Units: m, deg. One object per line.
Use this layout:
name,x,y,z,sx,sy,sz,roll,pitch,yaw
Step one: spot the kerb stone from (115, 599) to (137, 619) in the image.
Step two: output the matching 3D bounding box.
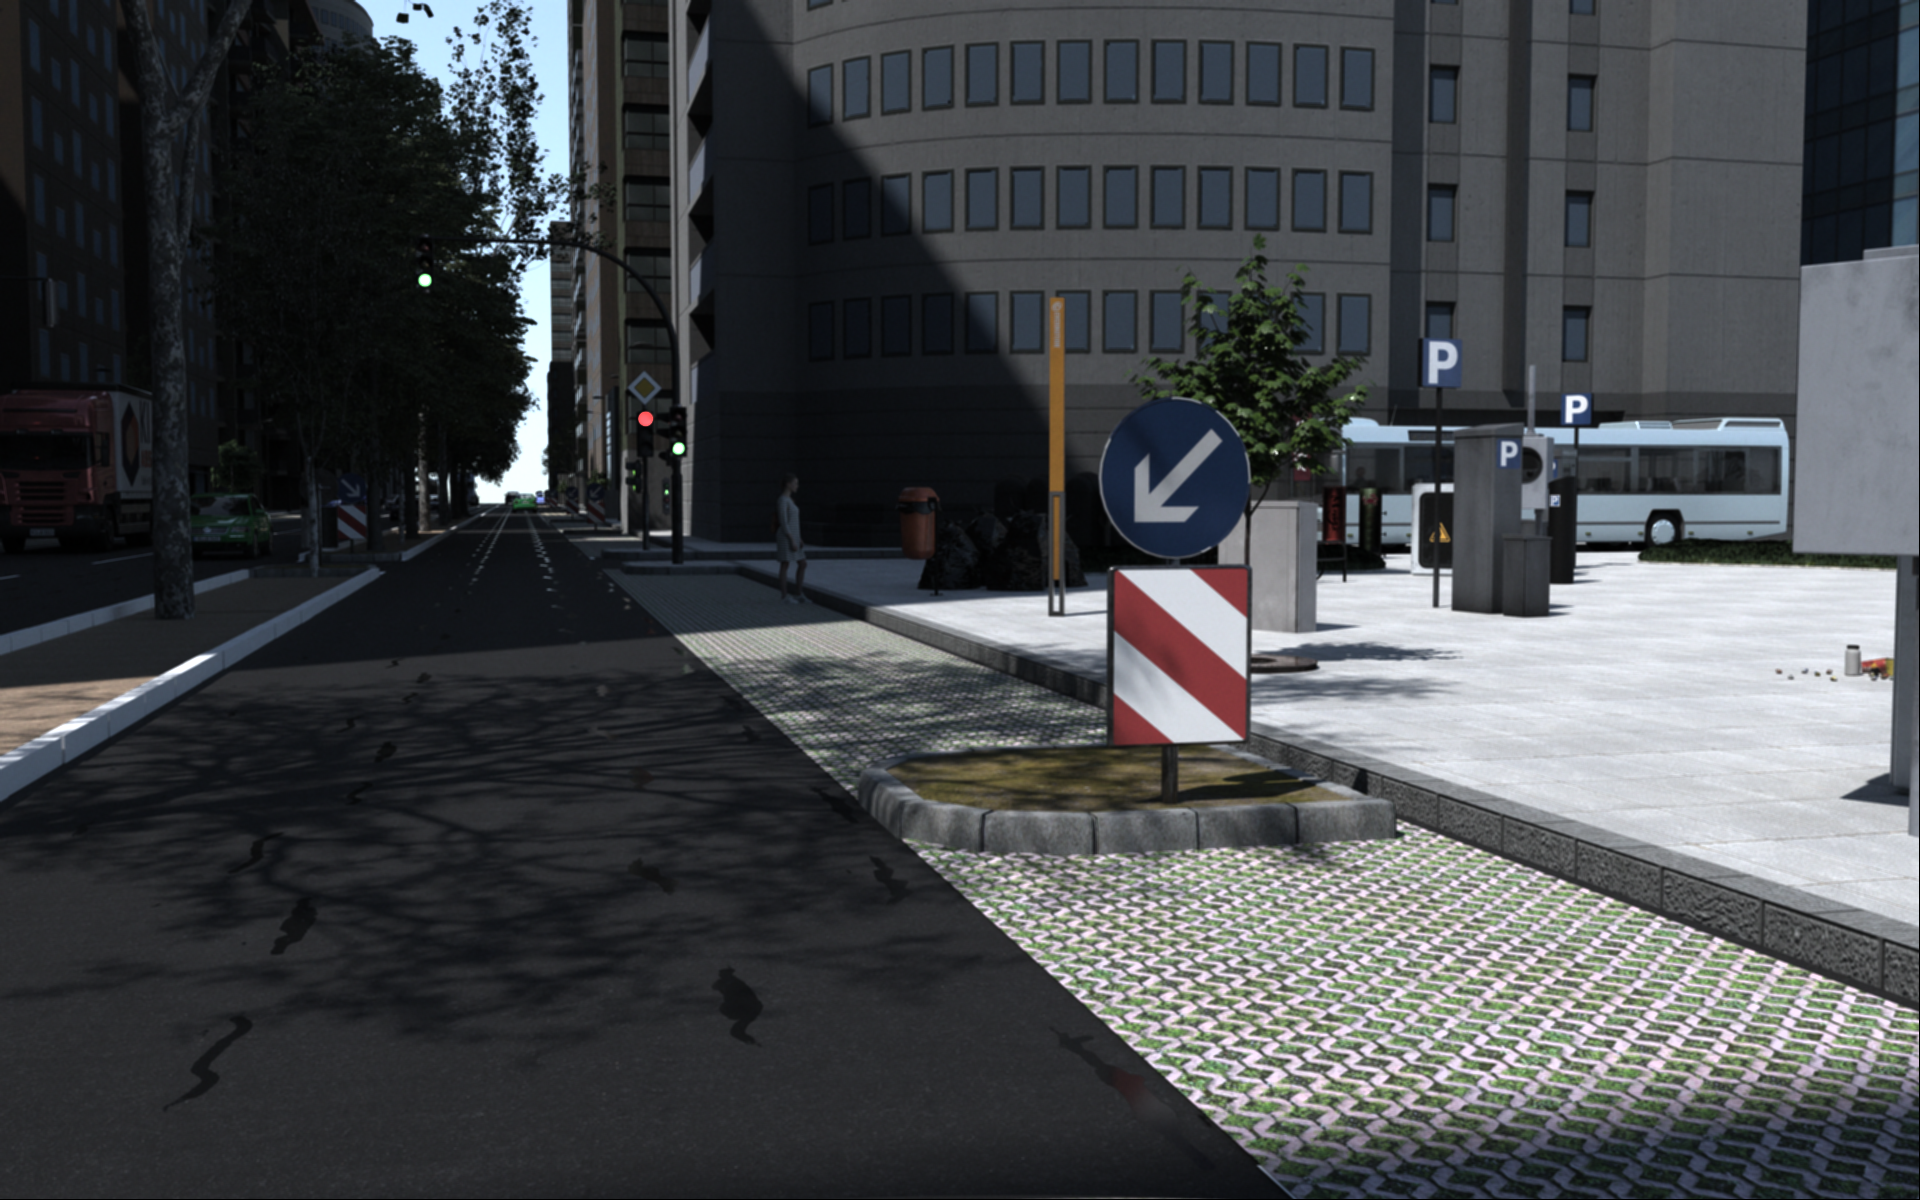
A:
kerb stone,-9.748,0.129,20.090,0.120,0.150,1.000,-1,4,-14

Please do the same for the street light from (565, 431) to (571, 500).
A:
street light,-28.182,-9.508,128.001,1.470,5.913,1.316,-1,4,-14

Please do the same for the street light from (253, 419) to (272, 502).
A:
street light,-43.662,-8.355,109.141,1.470,5.913,1.316,-1,4,-14

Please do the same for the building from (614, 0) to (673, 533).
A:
building,-6.790,-18.219,69.586,14.160,30.474,14.107,-1,4,-14

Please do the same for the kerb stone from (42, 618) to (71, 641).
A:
kerb stone,-9.003,0.315,17.108,0.120,0.150,1.000,-1,4,-14

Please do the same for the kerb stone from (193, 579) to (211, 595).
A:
kerb stone,-11.025,-0.174,25.064,0.120,0.150,1.000,-1,4,-14

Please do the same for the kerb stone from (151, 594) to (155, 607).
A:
kerb stone,-10.265,0.008,22.083,0.120,0.150,1.000,-1,4,-14

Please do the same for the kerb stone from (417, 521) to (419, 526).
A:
kerb stone,-25.585,-3.670,82.226,0.120,0.150,1.000,-1,4,-14

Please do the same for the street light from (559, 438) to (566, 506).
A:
street light,-31.987,-10.392,142.452,1.470,5.913,1.316,-1,4,-14

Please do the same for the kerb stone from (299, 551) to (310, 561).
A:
kerb stone,-14.197,-0.935,37.516,0.120,0.150,1.000,-1,4,-14

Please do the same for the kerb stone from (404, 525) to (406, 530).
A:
kerb stone,-22.039,-2.821,68.321,0.120,0.150,1.000,-1,4,-14

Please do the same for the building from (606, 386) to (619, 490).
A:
building,-8.548,-48.087,98.896,22.319,86.520,31.000,-1,4,-14

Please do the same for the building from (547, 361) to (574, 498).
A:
building,-43.392,-24.327,242.783,27.650,21.520,28.899,-1,4,-14

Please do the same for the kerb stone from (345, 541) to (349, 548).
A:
kerb stone,-16.217,-1.422,45.456,0.120,0.150,1.000,-1,4,-14

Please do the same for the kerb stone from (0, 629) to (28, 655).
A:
kerb stone,-8.744,0.372,16.106,0.120,0.150,1.000,-1,4,-14

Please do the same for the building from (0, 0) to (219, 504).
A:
building,-43.978,-26.384,81.490,14.600,45.320,14.200,-1,4,-14

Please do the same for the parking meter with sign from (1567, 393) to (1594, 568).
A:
parking meter with sign,10.119,-2.030,29.450,0.543,3.016,1.738,3,5,43

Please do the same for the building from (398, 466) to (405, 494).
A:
building,-87.231,-29.271,250.277,14.160,30.474,14.107,-1,4,-14

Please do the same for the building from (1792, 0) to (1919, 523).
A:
building,35.253,-24.826,56.014,14.200,45.320,14.600,-1,4,-14

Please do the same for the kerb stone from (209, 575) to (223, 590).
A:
kerb stone,-11.276,-0.236,26.055,0.120,0.150,1.000,-1,4,-14

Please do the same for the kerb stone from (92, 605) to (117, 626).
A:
kerb stone,-9.501,0.189,19.098,0.120,0.150,1.000,-1,4,-14

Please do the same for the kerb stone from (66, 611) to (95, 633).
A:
kerb stone,-9.251,0.251,18.099,0.120,0.150,1.000,-1,4,-14

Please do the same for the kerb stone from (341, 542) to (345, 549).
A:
kerb stone,-15.964,-1.358,44.463,0.120,0.150,1.000,-1,4,-14

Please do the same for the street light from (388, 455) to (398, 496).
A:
street light,-71.666,-15.092,219.290,1.470,5.913,1.316,-1,4,-14

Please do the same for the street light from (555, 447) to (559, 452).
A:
street light,-35.763,-11.316,157.557,1.470,5.913,1.316,-1,4,-14

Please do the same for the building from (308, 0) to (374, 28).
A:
building,-78.498,-40.248,200.056,21.231,58.520,28.212,-1,4,-14

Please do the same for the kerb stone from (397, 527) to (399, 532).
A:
kerb stone,-21.025,-2.576,64.334,0.120,0.150,1.000,-1,4,-14

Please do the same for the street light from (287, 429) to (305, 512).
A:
street light,-47.379,-9.240,123.614,1.470,5.913,1.316,-1,4,-14

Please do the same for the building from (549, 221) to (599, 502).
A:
building,-54.591,-35.367,261.848,14.154,41.232,14.086,-1,4,-14

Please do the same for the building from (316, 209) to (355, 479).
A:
building,-67.246,-24.287,168.791,14.160,30.474,14.107,-1,4,-14

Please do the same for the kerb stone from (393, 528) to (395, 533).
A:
kerb stone,-20.519,-2.455,62.344,0.120,0.150,1.000,-1,4,-14

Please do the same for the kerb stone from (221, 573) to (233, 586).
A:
kerb stone,-11.537,-0.297,27.044,0.120,0.150,1.000,-1,4,-14

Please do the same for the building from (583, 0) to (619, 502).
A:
building,-25.407,-30.658,151.363,14.600,45.320,14.200,-1,4,-14

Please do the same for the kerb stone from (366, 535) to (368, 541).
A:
kerb stone,-17.737,-1.781,51.413,0.120,0.150,1.000,-1,4,-14

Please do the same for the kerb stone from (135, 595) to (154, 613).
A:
kerb stone,-10.015,0.073,21.085,0.120,0.150,1.000,-1,4,-14

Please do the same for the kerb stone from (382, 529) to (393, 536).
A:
kerb stone,-20.268,-2.393,61.352,0.120,0.150,1.000,-1,4,-14

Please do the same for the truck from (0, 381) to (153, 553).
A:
truck,-22.879,-3.457,45.442,2.839,4.237,11.283,-1,4,-15

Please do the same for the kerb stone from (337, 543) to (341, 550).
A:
kerb stone,-15.711,-1.301,43.473,0.120,0.150,1.000,-1,4,-14

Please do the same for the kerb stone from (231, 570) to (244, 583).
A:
kerb stone,-11.782,-0.357,28.040,0.120,0.150,1.000,-1,4,-14

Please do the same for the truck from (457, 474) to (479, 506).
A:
truck,-60.941,-13.703,213.803,2.967,4.110,18.799,-1,4,-14

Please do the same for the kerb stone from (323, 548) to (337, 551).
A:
kerb stone,-15.462,-1.237,42.481,0.120,0.150,1.000,-1,4,-14

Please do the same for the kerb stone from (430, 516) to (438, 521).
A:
kerb stone,-28.875,-4.458,95.130,0.120,0.150,1.000,-1,4,-14

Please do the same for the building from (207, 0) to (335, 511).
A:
building,-65.685,-30.068,146.230,22.147,44.769,28.867,-1,4,-14

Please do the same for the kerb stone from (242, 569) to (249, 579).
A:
kerb stone,-12.037,-0.416,29.031,0.120,0.150,1.000,-1,4,-14

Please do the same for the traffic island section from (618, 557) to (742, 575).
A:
traffic island section,-5.176,-0.585,31.846,2.009,0.180,2.903,-1,4,-14

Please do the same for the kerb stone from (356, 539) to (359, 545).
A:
kerb stone,-16.976,-1.603,48.427,0.120,0.150,1.000,-1,4,-14

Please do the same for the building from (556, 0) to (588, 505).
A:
building,-40.254,-47.604,216.569,20.563,71.187,20.611,-1,4,-14

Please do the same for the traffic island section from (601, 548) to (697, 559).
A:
traffic island section,-7.147,-1.058,39.585,2.009,0.180,2.903,-1,4,-14

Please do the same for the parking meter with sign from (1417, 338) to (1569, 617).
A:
parking meter with sign,5.698,-1.375,18.738,0.543,3.016,1.738,-1,4,-22

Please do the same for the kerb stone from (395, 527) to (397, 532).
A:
kerb stone,-20.772,-2.506,63.341,0.120,0.150,1.000,-1,4,-14

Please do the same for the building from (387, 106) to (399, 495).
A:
building,-86.153,-41.911,227.243,21.231,58.520,28.212,-1,4,-14

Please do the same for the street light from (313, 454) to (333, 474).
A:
street light,-50.988,-10.127,138.115,1.470,5.913,1.316,-1,4,-14

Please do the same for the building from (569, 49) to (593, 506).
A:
building,-27.170,-33.915,174.111,23.786,49.044,30.456,-1,4,-14

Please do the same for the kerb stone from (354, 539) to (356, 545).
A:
kerb stone,-16.725,-1.544,47.436,0.120,0.150,1.000,-1,4,-14

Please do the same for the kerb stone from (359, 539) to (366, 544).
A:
kerb stone,-17.481,-1.723,50.417,0.120,0.150,1.000,-1,4,-14

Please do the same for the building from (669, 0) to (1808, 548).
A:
building,6.184,-31.158,51.427,28.212,58.520,21.231,-1,4,-14
